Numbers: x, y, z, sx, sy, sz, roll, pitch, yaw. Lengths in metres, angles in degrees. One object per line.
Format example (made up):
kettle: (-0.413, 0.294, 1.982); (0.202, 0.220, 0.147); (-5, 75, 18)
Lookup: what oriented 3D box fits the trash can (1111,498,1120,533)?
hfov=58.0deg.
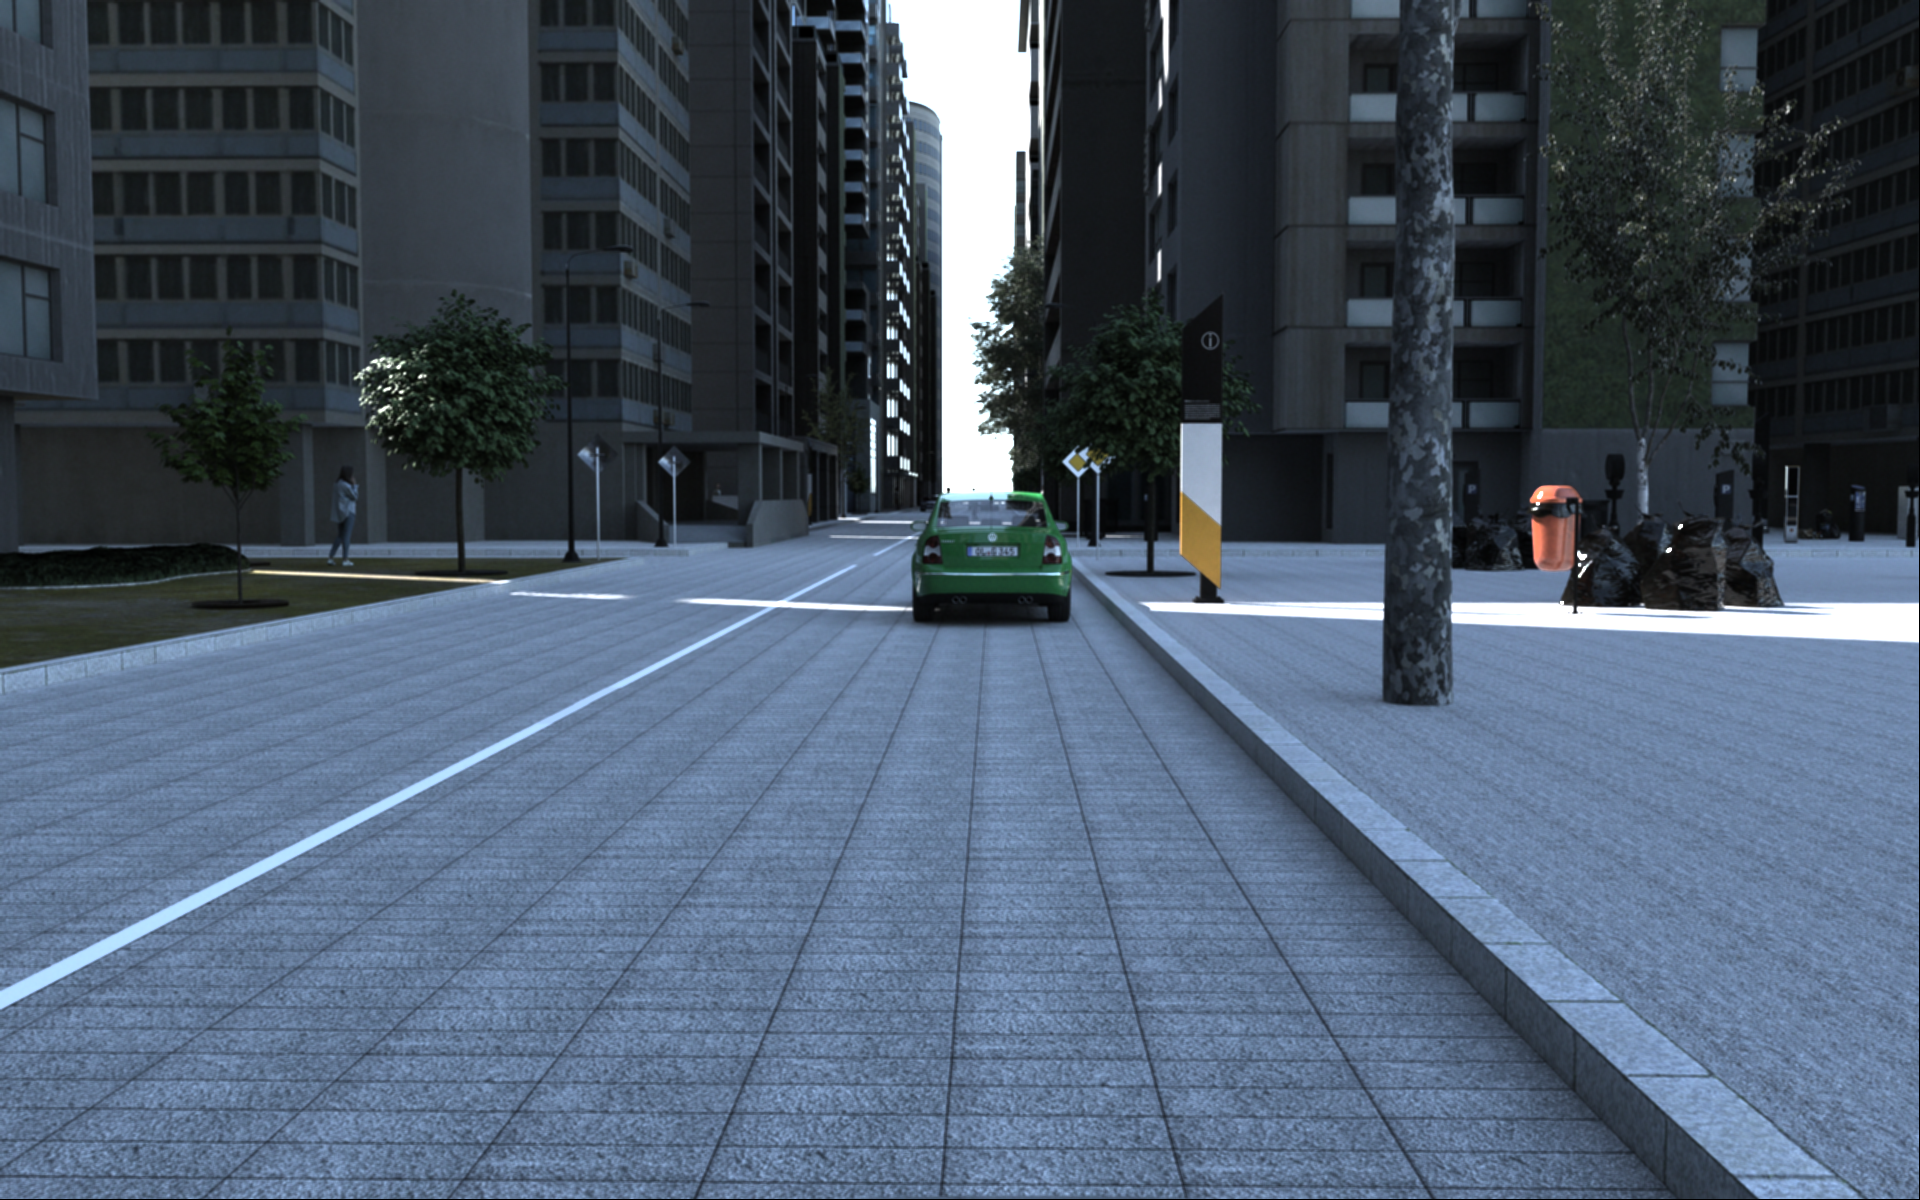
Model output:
trash can: (4.909, -2.785, 57.190); (0.748, 1.137, 0.748); (0, 3, 0)

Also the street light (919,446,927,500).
street light: (-4.154, -11.917, 167.377); (1.470, 5.913, 1.316); (0, 4, 1)

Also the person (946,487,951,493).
person: (-0.689, -4.597, 84.024); (0.716, 1.782, 0.532); (0, 4, 5)

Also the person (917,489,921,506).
person: (-4.402, -10.907, 184.338); (0.705, 1.831, 1.348); (-1, 4, -13)

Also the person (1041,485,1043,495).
person: (3.967, -4.597, 81.954); (0.466, 1.731, 0.760); (-1, 4, -11)

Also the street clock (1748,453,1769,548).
street clock: (14.200, -1.605, 30.815); (0.358, 2.002, 0.471); (2, 4, 24)

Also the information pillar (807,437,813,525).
information pillar: (-6.183, -4.887, 71.251); (0.183, 3.616, 0.504); (-1, 4, -16)

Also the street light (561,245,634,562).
street light: (-6.792, -3.667, 32.501); (1.470, 5.913, 1.316); (0, 4, 1)

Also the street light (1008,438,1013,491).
street light: (4.929, -10.454, 143.461); (1.470, 5.913, 1.316); (0, 4, 1)

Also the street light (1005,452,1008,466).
street light: (5.339, -11.965, 168.170); (1.470, 5.913, 1.316); (0, 4, 1)

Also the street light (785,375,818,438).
street light: (-6.225, -5.812, 67.563); (1.470, 5.913, 1.316); (0, 4, 1)

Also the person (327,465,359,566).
person: (-11.066, -1.512, 31.026); (0.793, 1.790, 0.793); (1, 4, 11)

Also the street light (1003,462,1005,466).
street light: (5.782, -13.458, 192.583); (1.470, 5.913, 1.316); (0, 4, 1)

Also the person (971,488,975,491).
person: (0.876, -5.339, 96.074); (0.573, 1.790, 0.520); (-1, 4, -21)

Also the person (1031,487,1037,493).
person: (5.232, -7.111, 122.326); (1.348, 1.822, 0.705); (-3, 4, -38)

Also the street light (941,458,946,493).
street light: (-2.857, -15.466, 225.402); (1.470, 5.913, 1.316); (0, 4, 1)

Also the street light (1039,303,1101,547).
street light: (2.745, -4.265, 42.274); (1.470, 5.913, 1.316); (0, 4, 1)

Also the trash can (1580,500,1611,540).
trash can: (15.160, -1.820, 41.407); (0.748, 1.137, 0.748); (0, 3, 0)

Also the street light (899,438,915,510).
street light: (-4.557, -10.423, 142.963); (1.470, 5.913, 1.316); (0, 4, 1)

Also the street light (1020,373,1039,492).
street light: (3.140, -5.758, 66.687); (1.470, 5.913, 1.316); (0, 4, 1)

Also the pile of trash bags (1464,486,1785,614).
pile of trash bags: (7.623, -0.598, 19.526); (3.447, 1.369, 1.912); (-2, 4, -34)

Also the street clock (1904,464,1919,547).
street clock: (23.073, -2.288, 41.980); (0.358, 2.002, 0.471); (2, 4, 25)

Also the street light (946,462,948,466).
street light: (-2.511, -16.960, 249.840); (1.470, 5.913, 1.316); (0, 4, 1)

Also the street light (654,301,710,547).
street light: (-6.718, -4.242, 41.894); (1.470, 5.913, 1.316); (0, 4, 1)

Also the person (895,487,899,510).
person: (-5.109, -8.159, 139.452); (0.705, 1.824, 1.348); (0, 4, -6)

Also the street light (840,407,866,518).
street light: (-5.673, -7.305, 91.973); (1.470, 5.913, 1.316); (0, 4, 1)

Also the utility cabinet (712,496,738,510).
utility cabinet: (-9.395, -3.560, 69.366); (1.020, 1.237, 0.306); (-1, 4, -12)

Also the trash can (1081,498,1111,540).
trash can: (3.806, -2.282, 48.958); (0.748, 1.137, 0.748); (0, 3, 0)

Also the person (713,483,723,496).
person: (-10.140, -4.056, 72.900); (0.519, 1.759, 0.362); (-2, 4, -34)

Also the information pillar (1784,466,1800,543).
information pillar: (21.809, -2.503, 45.416); (0.304, 2.012, 0.304); (1, 4, 20)

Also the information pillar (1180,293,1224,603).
information pillar: (2.842, -1.770, 20.292); (0.504, 3.616, 0.183); (0, 4, -1)

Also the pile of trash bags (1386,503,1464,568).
pile of trash bags: (8.775, -1.274, 30.578); (1.912, 1.369, 3.447); (-2, 4, -28)

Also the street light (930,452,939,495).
street light: (-3.340, -13.972, 200.990); (1.470, 5.913, 1.316); (0, 4, 1)

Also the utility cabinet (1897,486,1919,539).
utility cabinet: (26.866, -2.469, 49.053); (0.318, 1.500, 1.173); (1, 4, 17)

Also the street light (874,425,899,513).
street light: (-5.157, -8.930, 118.554); (1.470, 5.913, 1.316); (0, 4, 1)

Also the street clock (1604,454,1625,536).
street clock: (11.841, -1.638, 31.352); (0.358, 2.002, 0.471); (0, 4, 7)

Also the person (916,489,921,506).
person: (-4.354, -10.812, 182.849); (0.705, 1.821, 1.348); (1, 4, 14)
